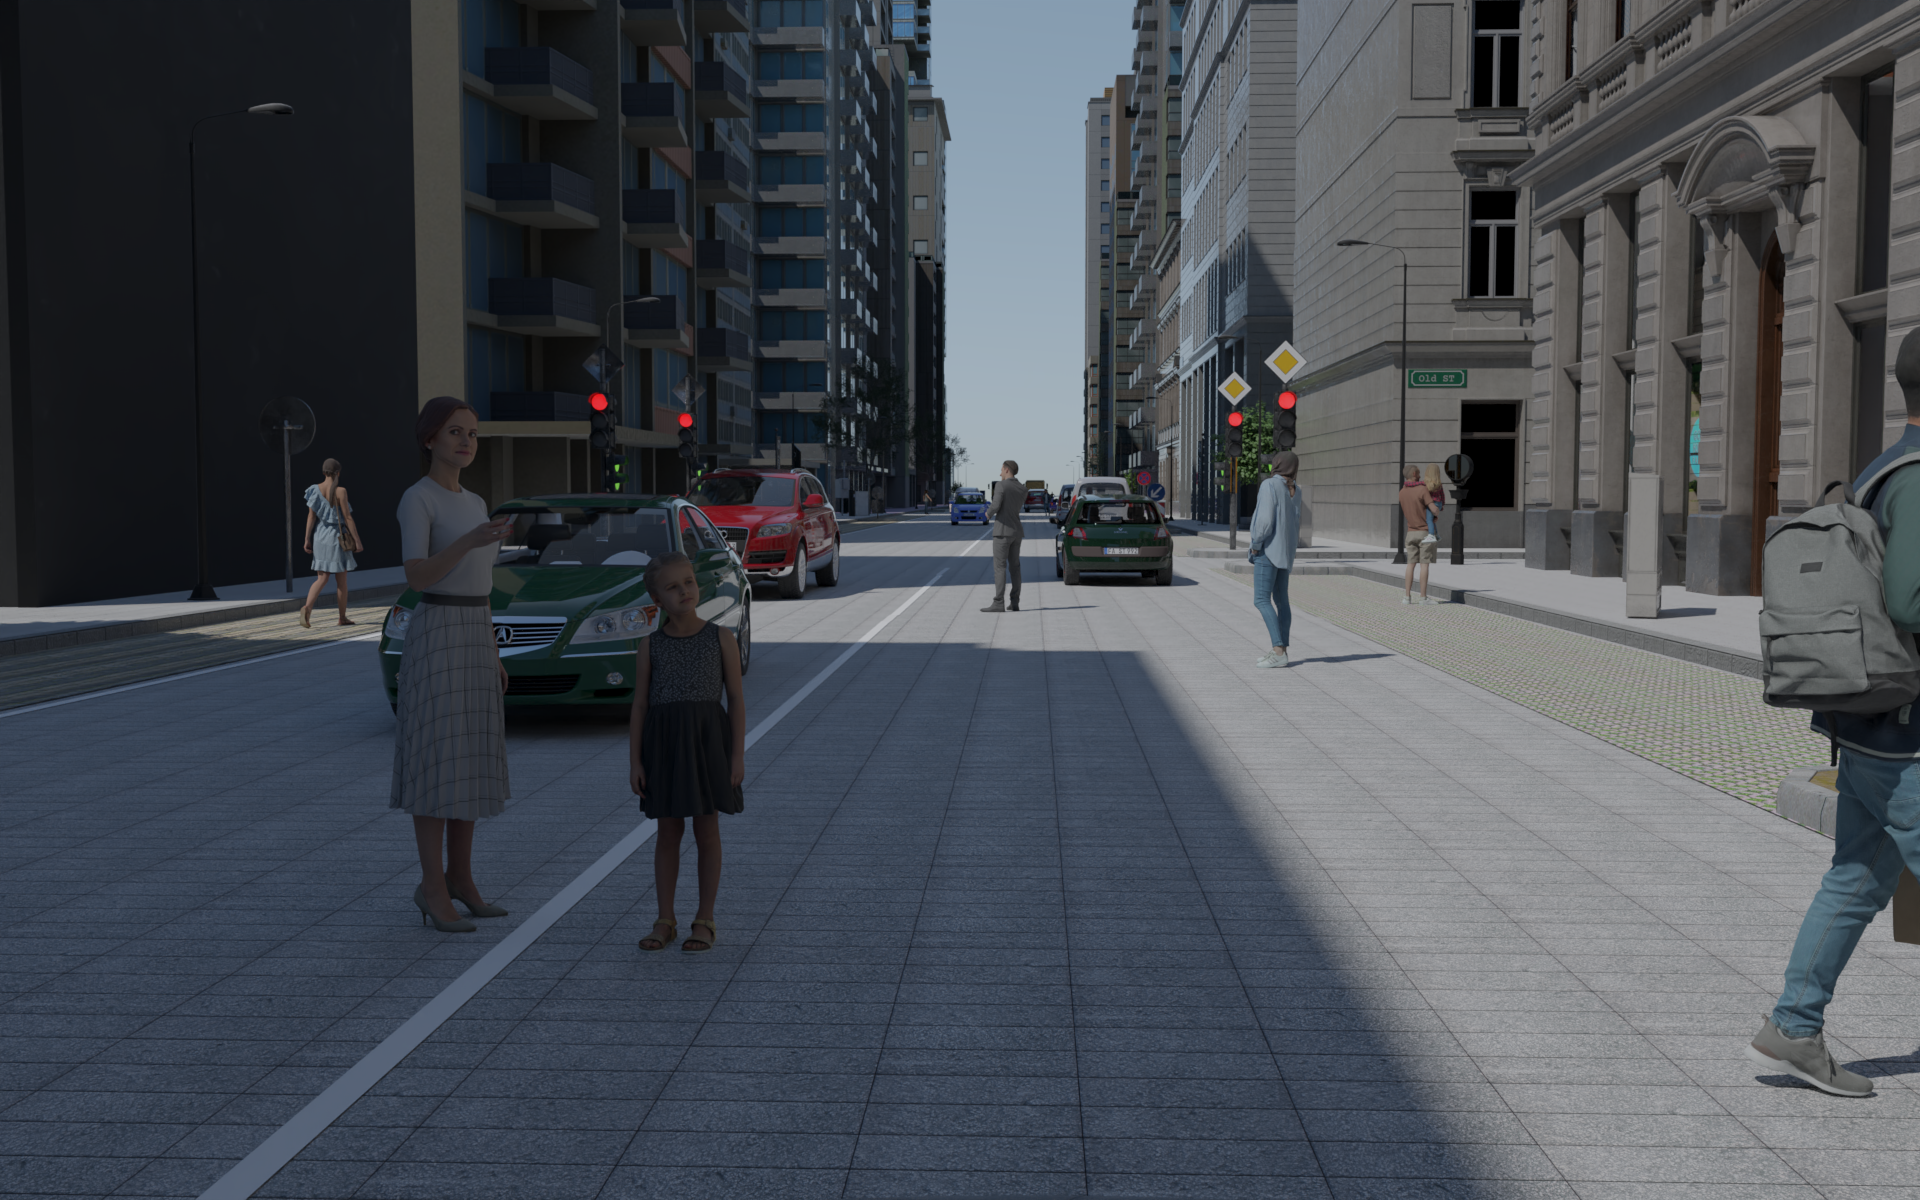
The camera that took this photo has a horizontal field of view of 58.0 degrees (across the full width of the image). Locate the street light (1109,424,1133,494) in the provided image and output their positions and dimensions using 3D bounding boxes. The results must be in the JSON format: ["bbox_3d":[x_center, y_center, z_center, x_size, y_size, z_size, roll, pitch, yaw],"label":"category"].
[{"bbox_3d":[10.795,-8.657,114.084,1.470,5.913,1.316,0,4,2],"label":"street light"}]

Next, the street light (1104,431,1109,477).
[{"bbox_3d":[11.336,-9.500,127.866,1.470,5.913,1.316,0,4,2],"label":"street light"}]

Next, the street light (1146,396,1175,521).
[{"bbox_3d":[9.538,-6.727,82.534,1.470,5.913,1.316,0,4,2],"label":"street light"}]

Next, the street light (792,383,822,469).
[{"bbox_3d":[-6.458,-6.126,72.698,1.470,5.913,1.316,0,4,2],"label":"street light"}]

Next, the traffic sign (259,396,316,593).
[{"bbox_3d":[-8.743,-1.370,22.507,0.768,2.556,0.104,0,4,6],"label":"traffic sign"}]

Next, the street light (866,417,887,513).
[{"bbox_3d":[-5.093,-8.060,104.324,1.470,5.913,1.316,0,4,2],"label":"street light"}]

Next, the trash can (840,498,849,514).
[{"bbox_3d":[-7.569,-6.215,113.262,0.748,1.137,0.748,0,3,0],"label":"trash can"}]

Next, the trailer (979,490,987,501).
[{"bbox_3d":[3.333,-15.847,266.148,1.471,1.999,3.904,0,4,3],"label":"trailer"}]

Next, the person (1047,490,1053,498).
[{"bbox_3d":[7.967,-9.238,159.177,1.348,1.869,0.705,1,4,11],"label":"person"}]

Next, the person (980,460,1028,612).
[{"bbox_3d":[0.513,-0.787,21.172,0.447,1.846,0.655,3,5,42],"label":"person"}]

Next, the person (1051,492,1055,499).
[{"bbox_3d":[13.941,-15.518,262.245,1.348,1.821,0.705,-1,4,-15],"label":"person"}]

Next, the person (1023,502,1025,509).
[{"bbox_3d":[6.302,-9.639,166.227,1.348,1.807,0.705,-1,4,-11],"label":"person"}]

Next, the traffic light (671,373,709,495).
[{"bbox_3d":[-6.291,-3.140,40.254,0.839,4.253,0.868,0,4,2],"label":"traffic light"}]

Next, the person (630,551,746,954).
[{"bbox_3d":[-0.857,0.472,5.454,0.362,1.253,0.373,0,4,4],"label":"person"}]

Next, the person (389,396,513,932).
[{"bbox_3d":[-1.614,0.205,5.725,0.524,1.755,0.480,1,4,16],"label":"person"}]

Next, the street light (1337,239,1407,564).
[{"bbox_3d":[7.563,-3.618,31.690,1.470,5.913,1.316,0,4,2],"label":"street light"}]

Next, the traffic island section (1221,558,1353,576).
[{"bbox_3d":[5.967,-0.587,31.883,2.009,0.180,2.903,0,4,2],"label":"traffic island section"}]

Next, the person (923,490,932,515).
[{"bbox_3d":[-2.277,-6.825,120.808,0.721,1.735,1.217,-2,4,-27],"label":"person"}]

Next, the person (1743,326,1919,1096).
[{"bbox_3d":[2.208,0.276,3.975,0.713,1.824,0.794,2,4,34],"label":"person"}]

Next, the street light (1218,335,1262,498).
[{"bbox_3d":[8.232,-4.780,50.701,1.470,5.913,1.316,0,4,2],"label":"street light"}]

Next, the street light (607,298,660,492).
[{"bbox_3d":[-7.779,-4.194,41.107,1.470,5.913,1.316,0,4,2],"label":"street light"}]

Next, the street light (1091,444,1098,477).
[{"bbox_3d":[12.818,-11.454,159.820,1.470,5.913,1.316,0,4,2],"label":"street light"}]

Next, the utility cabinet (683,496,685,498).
[{"bbox_3d":[-7.660,-2.300,48.768,0.306,1.237,1.020,1,4,16],"label":"utility cabinet"}]

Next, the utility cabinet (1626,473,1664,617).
[{"bbox_3d":[7.242,-0.586,18.267,0.318,1.500,1.173,2,4,24],"label":"utility cabinet"}]

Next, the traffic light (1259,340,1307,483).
[{"bbox_3d":[5.928,-2.621,31.771,0.839,4.253,0.868,0,4,2],"label":"traffic light"}]

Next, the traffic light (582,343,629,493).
[{"bbox_3d":[-6.624,-2.652,32.276,0.839,4.253,0.868,0,4,2],"label":"traffic light"}]

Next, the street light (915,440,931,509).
[{"bbox_3d":[-3.197,-10.789,148.940,1.470,5.913,1.316,0,4,2],"label":"street light"}]

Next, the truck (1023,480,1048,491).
[{"bbox_3d":[10.215,-14.647,235.401,3.469,3.379,9.791,0,4,3],"label":"truck"}]

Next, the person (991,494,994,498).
[{"bbox_3d":[4.633,-13.497,229.892,1.217,1.735,0.721,3,5,41],"label":"person"}]

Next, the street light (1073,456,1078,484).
[{"bbox_3d":[14.848,-14.580,210.923,1.470,5.913,1.316,0,4,2],"label":"street light"}]

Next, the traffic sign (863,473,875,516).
[{"bbox_3d":[-5.404,-6.290,102.946,0.768,2.556,0.104,1,4,10],"label":"traffic sign"}]

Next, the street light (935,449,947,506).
[{"bbox_3d":[-2.004,-12.712,180.382,1.470,5.913,1.316,0,4,2],"label":"street light"}]

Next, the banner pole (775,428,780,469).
[{"bbox_3d":[-6.937,-4.648,66.016,0.401,3.779,0.863,1,4,8],"label":"banner pole"}]

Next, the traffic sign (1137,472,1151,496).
[{"bbox_3d":[10.388,-5.976,97.808,0.768,2.556,0.104,0,4,7],"label":"traffic sign"}]

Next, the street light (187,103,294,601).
[{"bbox_3d":[-8.627,-2.951,20.784,1.470,5.913,1.316,0,4,2],"label":"street light"}]

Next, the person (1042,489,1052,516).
[{"bbox_3d":[5.657,-6.381,113.175,0.623,1.781,0.721,0,4,-5],"label":"person"}]

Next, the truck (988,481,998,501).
[{"bbox_3d":[5.945,-15.794,254.149,3.469,3.379,9.791,0,4,3],"label":"truck"}]

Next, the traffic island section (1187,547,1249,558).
[{"bbox_3d":[6.300,-1.075,39.861,2.009,0.180,2.903,0,4,2],"label":"traffic island section"}]

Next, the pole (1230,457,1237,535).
[{"bbox_3d":[8.556,-3.686,54.113,0.158,3.312,0.155,0,3,0],"label":"pole"}]

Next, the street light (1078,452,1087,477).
[{"bbox_3d":[14.111,-13.377,191.257,1.470,5.913,1.316,0,4,2],"label":"street light"}]

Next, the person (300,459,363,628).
[{"bbox_3d":[-6.737,-0.611,18.586,0.616,1.811,0.778,1,4,18],"label":"person"}]

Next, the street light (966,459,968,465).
[{"bbox_3d":[0.279,-15.820,231.203,1.470,5.913,1.316,0,4,2],"label":"street light"}]

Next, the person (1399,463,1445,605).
[{"bbox_3d":[5.967,-0.848,22.340,0.580,1.828,0.573,0,4,6],"label":"person"}]

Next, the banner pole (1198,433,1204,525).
[{"bbox_3d":[9.918,-4.973,71.330,0.401,3.779,0.863,-1,4,-9],"label":"banner pole"}]

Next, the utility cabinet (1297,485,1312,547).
[{"bbox_3d":[8.070,-2.014,41.604,0.318,1.500,1.173,-1,4,-15],"label":"utility cabinet"}]

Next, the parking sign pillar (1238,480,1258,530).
[{"bbox_3d":[10.826,-4.544,62.765,1.447,3.967,1.447,-2,4,-27],"label":"parking sign pillar"}]

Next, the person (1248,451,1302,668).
[{"bbox_3d":[2.655,-0.351,14.497,0.793,1.790,0.793,1,4,9],"label":"person"}]
